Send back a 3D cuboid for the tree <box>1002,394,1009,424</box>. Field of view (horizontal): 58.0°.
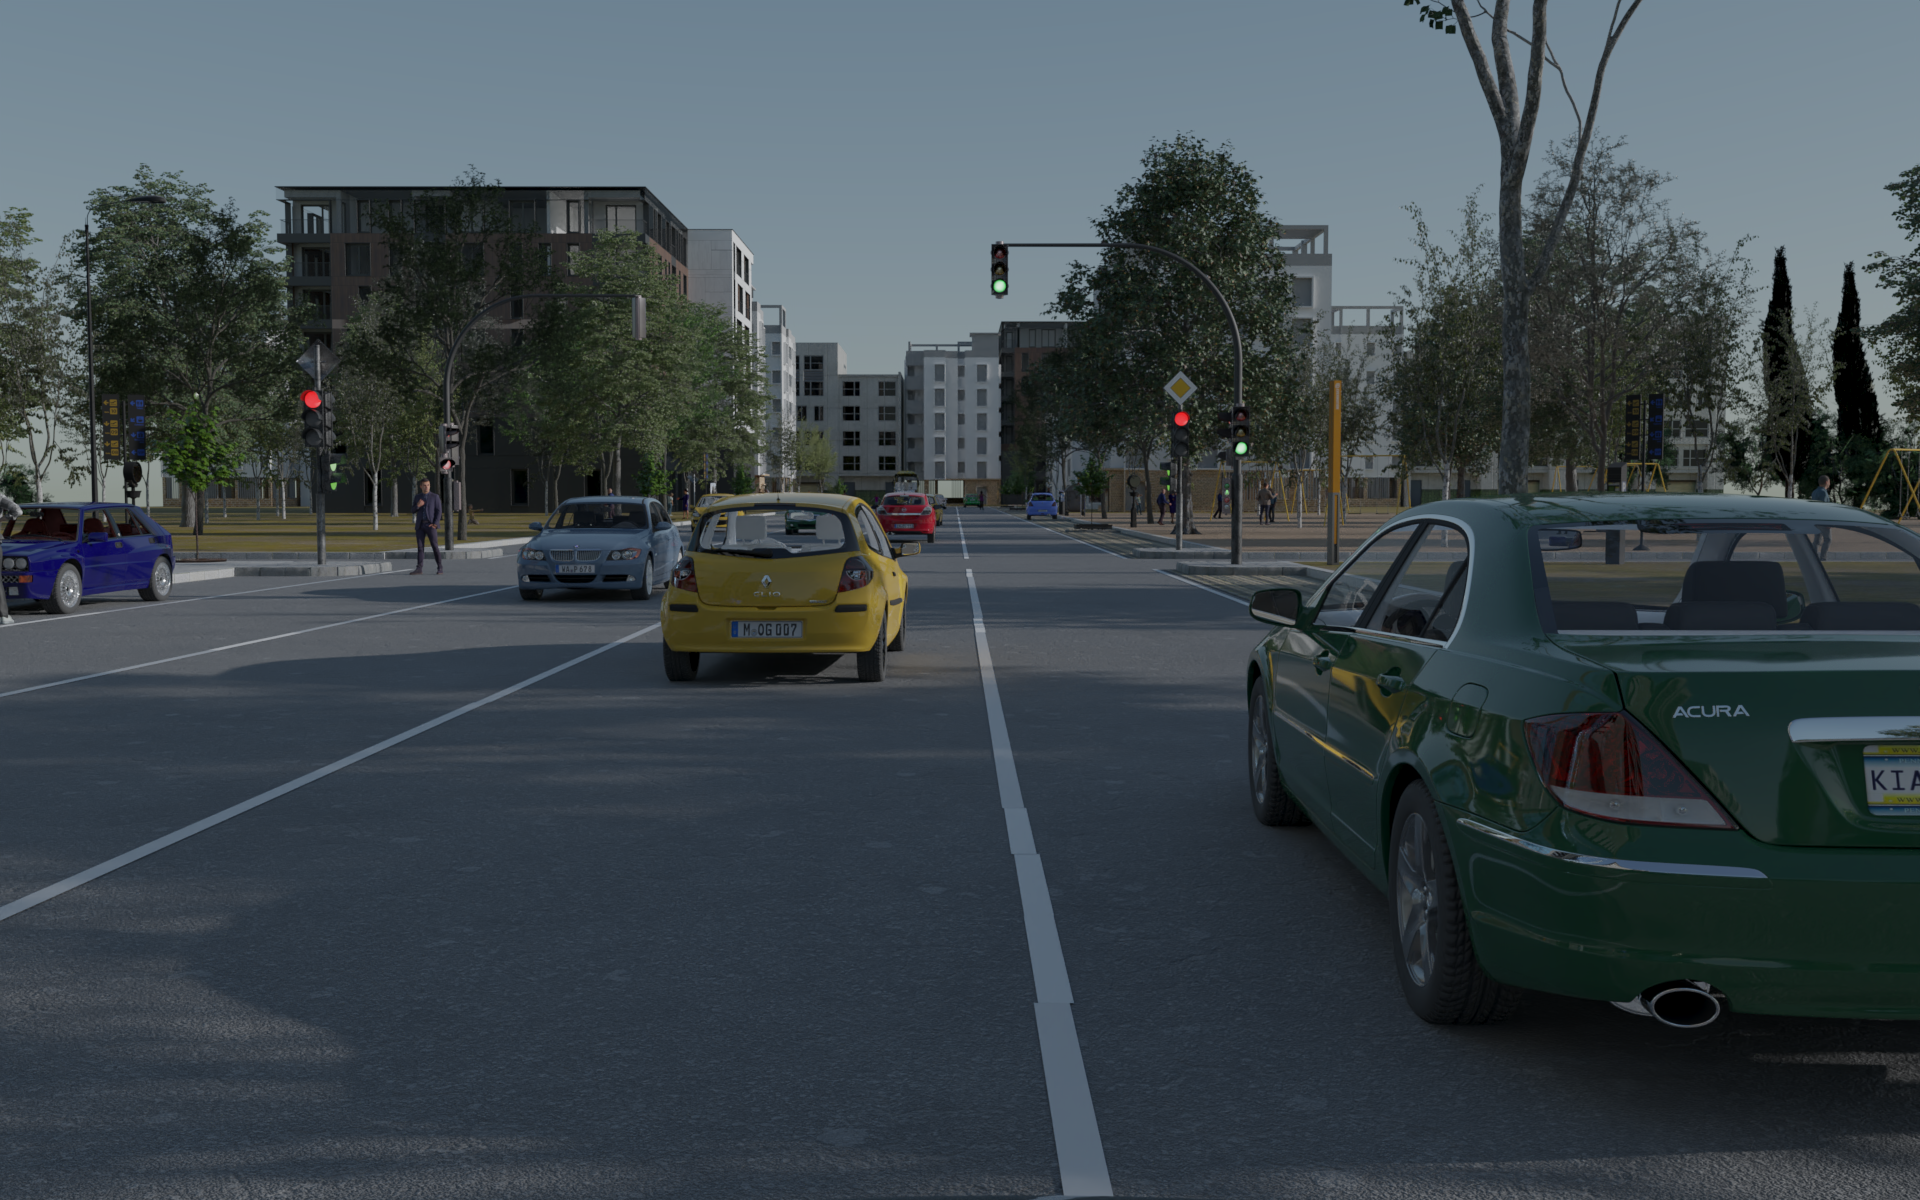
[{"bbox_3d":[7.315,-9.478,89.381,8.767,10.594,7.601,-2,4,-28],"label":"tree"}]

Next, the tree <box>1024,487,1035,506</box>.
[{"bbox_3d":[7.708,-12.042,191.489,1.663,3.219,1.824,0,3,0],"label":"tree"}]

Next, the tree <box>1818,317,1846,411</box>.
[{"bbox_3d":[31.648,-7.093,66.339,4.360,8.622,3.978,0,3,0],"label":"tree"}]

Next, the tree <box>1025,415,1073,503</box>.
[{"bbox_3d":[6.675,-10.586,123.441,4.360,8.622,3.978,0,3,0],"label":"tree"}]

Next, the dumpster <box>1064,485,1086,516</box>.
[{"bbox_3d":[6.792,-5.883,101.949,1.264,1.857,1.865,0,3,0],"label":"dumpster"}]

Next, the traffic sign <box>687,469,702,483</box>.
[{"bbox_3d":[-14.121,-5.644,92.019,0.795,2.593,0.064,0,4,6],"label":"traffic sign"}]

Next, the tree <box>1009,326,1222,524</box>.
[{"bbox_3d":[8.007,-8.558,74.331,8.767,10.594,7.601,-3,4,-36],"label":"tree"}]

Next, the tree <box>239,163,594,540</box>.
[{"bbox_3d":[-13.657,-6.954,48.114,8.767,10.594,7.601,2,4,28],"label":"tree"}]

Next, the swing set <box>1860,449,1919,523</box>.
[{"bbox_3d":[33.300,-3.838,60.375,3.119,2.851,2.862,-2,4,-32],"label":"swing set"}]

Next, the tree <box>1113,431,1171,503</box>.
[{"bbox_3d":[10.478,-9.308,102.543,4.360,8.622,3.978,0,3,0],"label":"tree"}]

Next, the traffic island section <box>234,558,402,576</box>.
[{"bbox_3d":[-11.661,-0.570,31.596,2.009,0.180,2.903,0,4,0],"label":"traffic island section"}]

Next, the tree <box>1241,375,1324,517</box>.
[{"bbox_3d":[17.143,-8.942,96.562,4.737,8.622,4.395,0,3,0],"label":"tree"}]

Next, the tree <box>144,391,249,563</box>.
[{"bbox_3d":[-14.301,-2.331,32.717,1.663,3.219,1.824,0,3,0],"label":"tree"}]

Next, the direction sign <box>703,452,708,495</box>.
[{"bbox_3d":[-13.819,-6.247,94.129,0.379,3.537,0.876,0,4,6],"label":"direction sign"}]

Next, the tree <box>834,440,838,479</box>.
[{"bbox_3d":[-14.300,-13.979,178.924,4.737,8.622,4.395,0,3,0],"label":"tree"}]

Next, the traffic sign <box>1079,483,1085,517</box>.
[{"bbox_3d":[7.035,-5.966,97.547,0.884,2.594,0.081,0,4,4],"label":"traffic sign"}]

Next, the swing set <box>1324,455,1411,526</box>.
[{"bbox_3d":[16.527,-4.396,69.493,3.119,2.851,2.862,2,4,28],"label":"swing set"}]

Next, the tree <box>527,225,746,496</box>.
[{"bbox_3d":[-14.201,-9.504,73.516,7.486,12.596,7.792,0,3,0],"label":"tree"}]

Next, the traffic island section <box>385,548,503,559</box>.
[{"bbox_3d":[-11.688,-1.058,39.581,2.009,0.180,2.903,0,4,0],"label":"traffic island section"}]

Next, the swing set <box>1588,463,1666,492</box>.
[{"bbox_3d":[34.162,-5.517,87.818,3.119,2.851,2.862,-1,4,-12],"label":"swing set"}]

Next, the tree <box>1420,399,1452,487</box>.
[{"bbox_3d":[31.499,-9.947,112.996,4.737,8.622,4.395,0,3,0],"label":"tree"}]

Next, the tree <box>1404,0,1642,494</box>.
[{"bbox_3d":[6.738,-10.158,21.978,12.611,20.169,13.585,0,3,0],"label":"tree"}]

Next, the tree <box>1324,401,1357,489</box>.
[{"bbox_3d":[22.142,-9.487,105.478,4.737,8.622,4.395,0,3,0],"label":"tree"}]

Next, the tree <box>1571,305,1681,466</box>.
[{"bbox_3d":[26.078,-7.213,68.293,4.737,8.622,4.395,0,3,0],"label":"tree"}]

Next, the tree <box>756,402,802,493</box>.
[{"bbox_3d":[-14.251,-11.421,137.098,4.360,8.622,3.978,0,3,0],"label":"tree"}]

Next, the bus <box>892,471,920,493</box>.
[{"bbox_3d":[-5.752,-11.907,186.218,2.896,3.916,12.252,0,4,-1],"label":"bus"}]

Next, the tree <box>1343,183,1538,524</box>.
[{"bbox_3d":[11.845,-5.607,42.043,4.360,8.622,3.978,0,3,0],"label":"tree"}]

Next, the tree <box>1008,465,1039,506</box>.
[{"bbox_3d":[6.819,-12.421,186.800,4.285,4.588,4.351,0,3,0],"label":"tree"}]

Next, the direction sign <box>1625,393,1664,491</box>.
[{"bbox_3d":[15.522,-2.896,39.343,0.379,3.537,0.876,-3,5,-43],"label":"direction sign"}]

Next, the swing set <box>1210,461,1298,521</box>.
[{"bbox_3d":[13.928,-5.204,82.699,3.119,2.851,2.862,-1,4,-14],"label":"swing set"}]

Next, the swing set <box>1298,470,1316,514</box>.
[{"bbox_3d":[23.120,-6.908,110.571,3.119,2.851,2.862,-1,4,-9],"label":"swing set"}]

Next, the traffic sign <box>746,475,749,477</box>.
[{"bbox_3d":[-13.712,-6.764,110.698,0.768,2.556,0.104,0,4,4],"label":"traffic sign"}]

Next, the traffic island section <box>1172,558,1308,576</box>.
[{"bbox_3d":[5.061,-0.573,31.649,2.009,0.180,2.903,0,4,0],"label":"traffic island section"}]

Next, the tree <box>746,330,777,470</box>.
[{"bbox_3d":[-14.413,-11.292,102.749,7.486,12.596,7.792,0,3,0],"label":"tree"}]

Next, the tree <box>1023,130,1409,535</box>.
[{"bbox_3d":[7.093,-8.430,54.845,9.611,12.733,9.660,0,3,0],"label":"tree"}]

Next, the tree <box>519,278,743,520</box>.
[{"bbox_3d":[-14.616,-9.686,84.123,9.928,11.665,9.643,0,3,0],"label":"tree"}]

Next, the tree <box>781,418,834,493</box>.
[{"bbox_3d":[-15.290,-13.107,164.665,4.737,8.622,4.395,0,3,0],"label":"tree"}]

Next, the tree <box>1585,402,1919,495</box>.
[{"bbox_3d":[50.760,-8.911,108.600,20.602,7.101,11.467,0,4,-2],"label":"tree"}]

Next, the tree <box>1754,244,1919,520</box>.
[{"bbox_3d":[50.100,-11.736,93.706,13.155,14.587,18.604,2,4,27],"label":"tree"}]

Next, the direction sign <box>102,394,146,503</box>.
[{"bbox_3d":[-19.017,-2.903,39.466,0.876,3.537,0.379,-2,4,-25],"label":"direction sign"}]

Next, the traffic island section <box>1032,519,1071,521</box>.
[{"bbox_3d":[4.842,-4.218,91.836,1.991,0.108,1.994,0,4,0],"label":"traffic island section"}]

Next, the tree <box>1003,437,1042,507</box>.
[{"bbox_3d":[6.723,-13.916,177.886,4.737,8.622,4.395,0,3,0],"label":"tree"}]

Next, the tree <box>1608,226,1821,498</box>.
[{"bbox_3d":[19.977,-5.900,46.826,4.360,8.622,3.978,0,3,0],"label":"tree"}]

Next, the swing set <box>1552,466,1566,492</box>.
[{"bbox_3d":[34.673,-6.072,96.901,3.119,2.851,2.862,0,4,1],"label":"swing set"}]

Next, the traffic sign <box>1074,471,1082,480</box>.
[{"bbox_3d":[6.801,-5.956,97.111,0.795,2.593,0.064,0,4,4],"label":"traffic sign"}]

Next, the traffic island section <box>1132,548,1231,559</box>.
[{"bbox_3d":[5.033,-1.061,39.634,2.009,0.180,2.903,0,4,0],"label":"traffic island section"}]
